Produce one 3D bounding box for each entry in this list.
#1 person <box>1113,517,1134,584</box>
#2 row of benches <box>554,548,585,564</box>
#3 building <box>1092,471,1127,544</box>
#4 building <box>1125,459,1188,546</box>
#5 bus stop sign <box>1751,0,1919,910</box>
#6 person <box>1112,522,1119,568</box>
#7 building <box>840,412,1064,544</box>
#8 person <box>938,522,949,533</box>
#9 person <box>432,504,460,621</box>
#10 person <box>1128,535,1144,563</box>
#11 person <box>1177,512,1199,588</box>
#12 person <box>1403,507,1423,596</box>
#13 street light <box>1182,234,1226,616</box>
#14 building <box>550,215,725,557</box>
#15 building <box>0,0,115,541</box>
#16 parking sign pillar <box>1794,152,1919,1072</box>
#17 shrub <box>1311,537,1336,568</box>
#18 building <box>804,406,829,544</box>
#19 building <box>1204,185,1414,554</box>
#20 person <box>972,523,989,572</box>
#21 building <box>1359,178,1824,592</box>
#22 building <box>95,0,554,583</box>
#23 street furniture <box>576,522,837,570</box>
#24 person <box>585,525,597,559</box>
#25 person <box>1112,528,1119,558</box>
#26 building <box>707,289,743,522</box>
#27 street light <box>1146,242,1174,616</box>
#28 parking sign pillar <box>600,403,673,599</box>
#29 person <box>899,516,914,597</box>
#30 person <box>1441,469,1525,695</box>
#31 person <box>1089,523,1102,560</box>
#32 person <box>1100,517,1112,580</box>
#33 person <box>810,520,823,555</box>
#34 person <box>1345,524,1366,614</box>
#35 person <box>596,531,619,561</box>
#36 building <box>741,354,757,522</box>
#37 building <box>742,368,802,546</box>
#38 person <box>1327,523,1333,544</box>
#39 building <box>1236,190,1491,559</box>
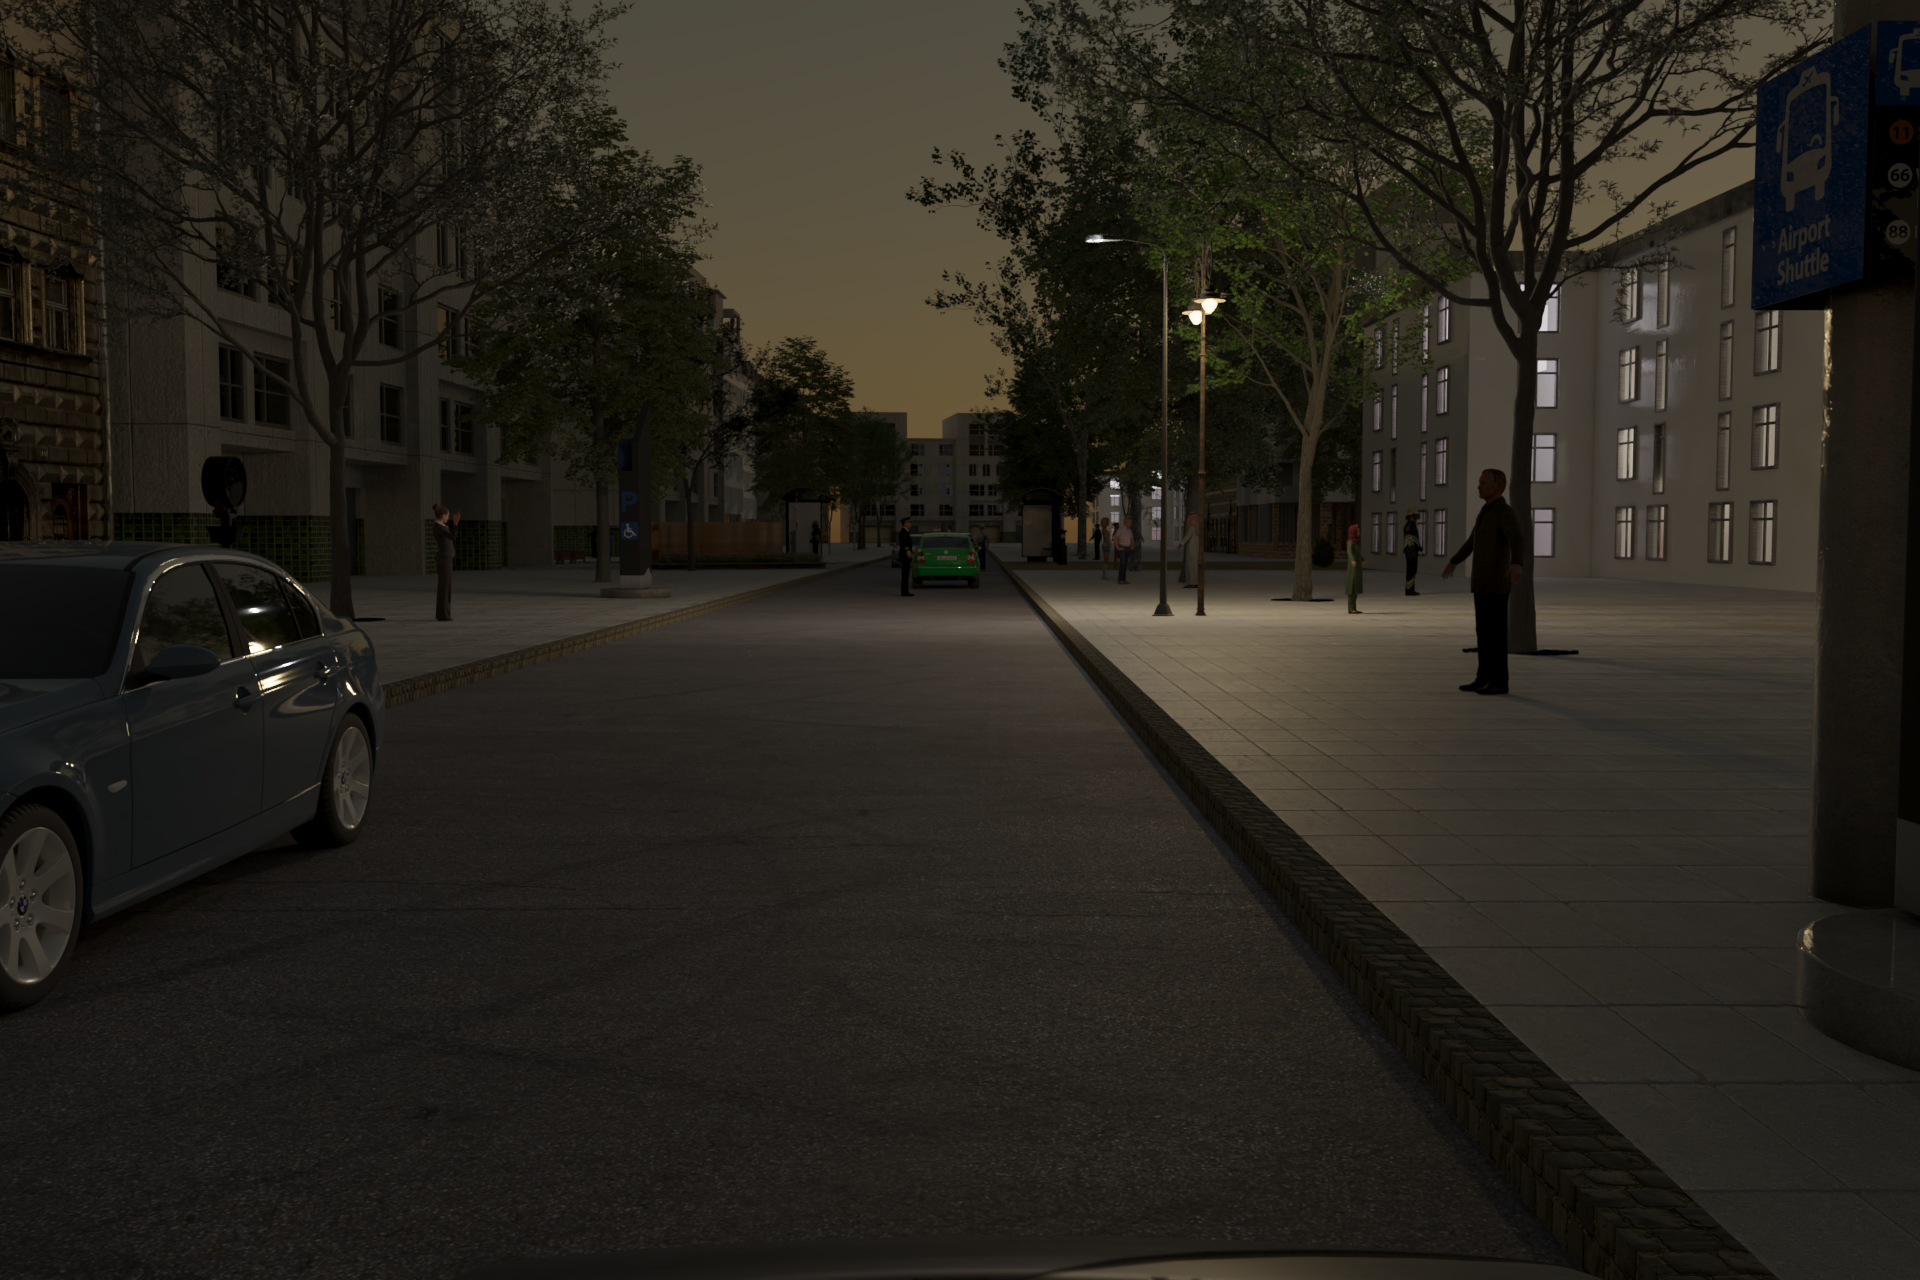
[{"bbox_3d":[4.272,-2.295,44.499,0.756,1.711,0.436,-3,4,-37],"label":"person"},{"bbox_3d":[-17.135,-3.581,74.013,1.422,0.672,4.104,1,4,11],"label":"row of benches"},{"bbox_3d":[22.903,-17.616,230.164,9.099,9.664,28.070,0,4,0],"label":"building"},{"bbox_3d":[23.797,-15.061,188.395,9.099,9.664,28.070,0,4,0],"label":"building"},{"bbox_3d":[3.331,-1.038,5.989,0.837,3.901,0.837,0,4,1],"label":"bus stop sign"},{"bbox_3d":[6.079,-3.642,66.357,0.721,1.733,1.217,0,4,8],"label":"person"},{"bbox_3d":[-1.542,-23.830,258.528,31.486,18.905,16.747,-1,4,-8],"label":"building"},{"bbox_3d":[-0.478,-2.810,54.528,1.348,1.813,0.705,2,4,32],"label":"person"},{"bbox_3d":[-7.502,-1.142,25.521,0.742,1.727,0.445,2,4,34],"label":"person"},{"bbox_3d":[7.531,-4.243,75.560,1.347,1.806,0.705,-2,4,-32],"label":"person"},{"bbox_3d":[5.506,-2.139,41.128,0.704,1.811,1.347,2,4,29],"label":"person"},{"bbox_3d":[9.447,-1.849,36.102,0.704,1.845,1.351,1,4,21],"label":"person"},{"bbox_3d":[3.784,-3.319,27.055,0.468,5.910,1.993,0,3,0],"label":"street light"},{"bbox_3d":[-26.090,-15.023,112.077,16.747,18.905,31.486,0,4,1],"label":"building"},{"bbox_3d":[-27.782,-12.056,28.045,19.493,23.208,18.063,0,4,1],"label":"building"},{"bbox_3d":[2.936,-0.969,4.313,1.447,3.967,1.447,0,3,0],"label":"parking sign pillar"},{"bbox_3d":[13.919,-3.379,66.366,1.383,1.207,1.383,0,3,0],"label":"shrub"},{"bbox_3d":[-27.670,-24.543,232.204,19.493,23.208,18.063,0,4,1],"label":"building"},{"bbox_3d":[26.730,-17.482,116.751,19.493,23.208,18.063,0,4,1],"label":"building"},{"bbox_3d":[0.812,-3.541,66.201,0.705,1.847,1.347,2,4,30],"label":"person"},{"bbox_3d":[19.557,-6.693,51.577,9.099,9.664,28.070,0,4,0],"label":"building"},{"bbox_3d":[-25.071,-11.453,53.709,16.747,18.905,31.486,0,4,1],"label":"building"},{"bbox_3d":[-8.261,-3.577,65.343,11.010,1.723,9.812,-1,4,-23],"label":"street furniture"},{"bbox_3d":[-19.226,-5.137,90.707,0.721,1.740,1.216,2,4,27],"label":"person"},{"bbox_3d":[8.338,-5.248,91.654,0.705,1.847,1.347,2,4,33],"label":"person"},{"bbox_3d":[-23.748,-17.050,135.179,16.016,20.090,11.380,0,4,1],"label":"building"},{"bbox_3d":[3.723,-3.327,26.940,1.470,5.913,1.316,0,4,0],"label":"street light"},{"bbox_3d":[-6.563,-2.846,35.003,1.447,3.967,1.447,0,4,0],"label":"parking sign pillar"},{"bbox_3d":[-1.219,-1.926,39.877,0.705,1.837,1.347,0,4,0],"label":"person"},{"bbox_3d":[4.263,-0.477,13.983,0.705,1.807,1.348,0,4,-7],"label":"person"},{"bbox_3d":[6.768,-4.870,85.819,0.705,1.806,1.347,-1,4,-21],"label":"person"},{"bbox_3d":[4.179,-2.573,48.674,0.721,1.753,1.214,0,4,3],"label":"person"},{"bbox_3d":[-6.077,-4.083,72.542,0.705,1.856,1.354,-1,4,-14],"label":"person"},{"bbox_3d":[6.401,-1.141,27.863,0.599,1.438,0.989,1,4,23],"label":"person"},{"bbox_3d":[-16.266,-4.512,79.898,0.704,1.817,1.347,3,5,45],"label":"person"},{"bbox_3d":[-27.646,-19.715,178.756,16.016,20.090,11.380,0,4,1],"label":"building"},{"bbox_3d":[-28.206,-22.662,201.457,19.493,23.208,18.063,0,4,0],"label":"building"},{"bbox_3d":[17.722,-4.704,83.181,0.705,1.796,1.348,1,4,13],"label":"person"},{"bbox_3d":[21.548,-15.006,101.771,16.016,20.090,11.380,0,3,0],"label":"building"}]
